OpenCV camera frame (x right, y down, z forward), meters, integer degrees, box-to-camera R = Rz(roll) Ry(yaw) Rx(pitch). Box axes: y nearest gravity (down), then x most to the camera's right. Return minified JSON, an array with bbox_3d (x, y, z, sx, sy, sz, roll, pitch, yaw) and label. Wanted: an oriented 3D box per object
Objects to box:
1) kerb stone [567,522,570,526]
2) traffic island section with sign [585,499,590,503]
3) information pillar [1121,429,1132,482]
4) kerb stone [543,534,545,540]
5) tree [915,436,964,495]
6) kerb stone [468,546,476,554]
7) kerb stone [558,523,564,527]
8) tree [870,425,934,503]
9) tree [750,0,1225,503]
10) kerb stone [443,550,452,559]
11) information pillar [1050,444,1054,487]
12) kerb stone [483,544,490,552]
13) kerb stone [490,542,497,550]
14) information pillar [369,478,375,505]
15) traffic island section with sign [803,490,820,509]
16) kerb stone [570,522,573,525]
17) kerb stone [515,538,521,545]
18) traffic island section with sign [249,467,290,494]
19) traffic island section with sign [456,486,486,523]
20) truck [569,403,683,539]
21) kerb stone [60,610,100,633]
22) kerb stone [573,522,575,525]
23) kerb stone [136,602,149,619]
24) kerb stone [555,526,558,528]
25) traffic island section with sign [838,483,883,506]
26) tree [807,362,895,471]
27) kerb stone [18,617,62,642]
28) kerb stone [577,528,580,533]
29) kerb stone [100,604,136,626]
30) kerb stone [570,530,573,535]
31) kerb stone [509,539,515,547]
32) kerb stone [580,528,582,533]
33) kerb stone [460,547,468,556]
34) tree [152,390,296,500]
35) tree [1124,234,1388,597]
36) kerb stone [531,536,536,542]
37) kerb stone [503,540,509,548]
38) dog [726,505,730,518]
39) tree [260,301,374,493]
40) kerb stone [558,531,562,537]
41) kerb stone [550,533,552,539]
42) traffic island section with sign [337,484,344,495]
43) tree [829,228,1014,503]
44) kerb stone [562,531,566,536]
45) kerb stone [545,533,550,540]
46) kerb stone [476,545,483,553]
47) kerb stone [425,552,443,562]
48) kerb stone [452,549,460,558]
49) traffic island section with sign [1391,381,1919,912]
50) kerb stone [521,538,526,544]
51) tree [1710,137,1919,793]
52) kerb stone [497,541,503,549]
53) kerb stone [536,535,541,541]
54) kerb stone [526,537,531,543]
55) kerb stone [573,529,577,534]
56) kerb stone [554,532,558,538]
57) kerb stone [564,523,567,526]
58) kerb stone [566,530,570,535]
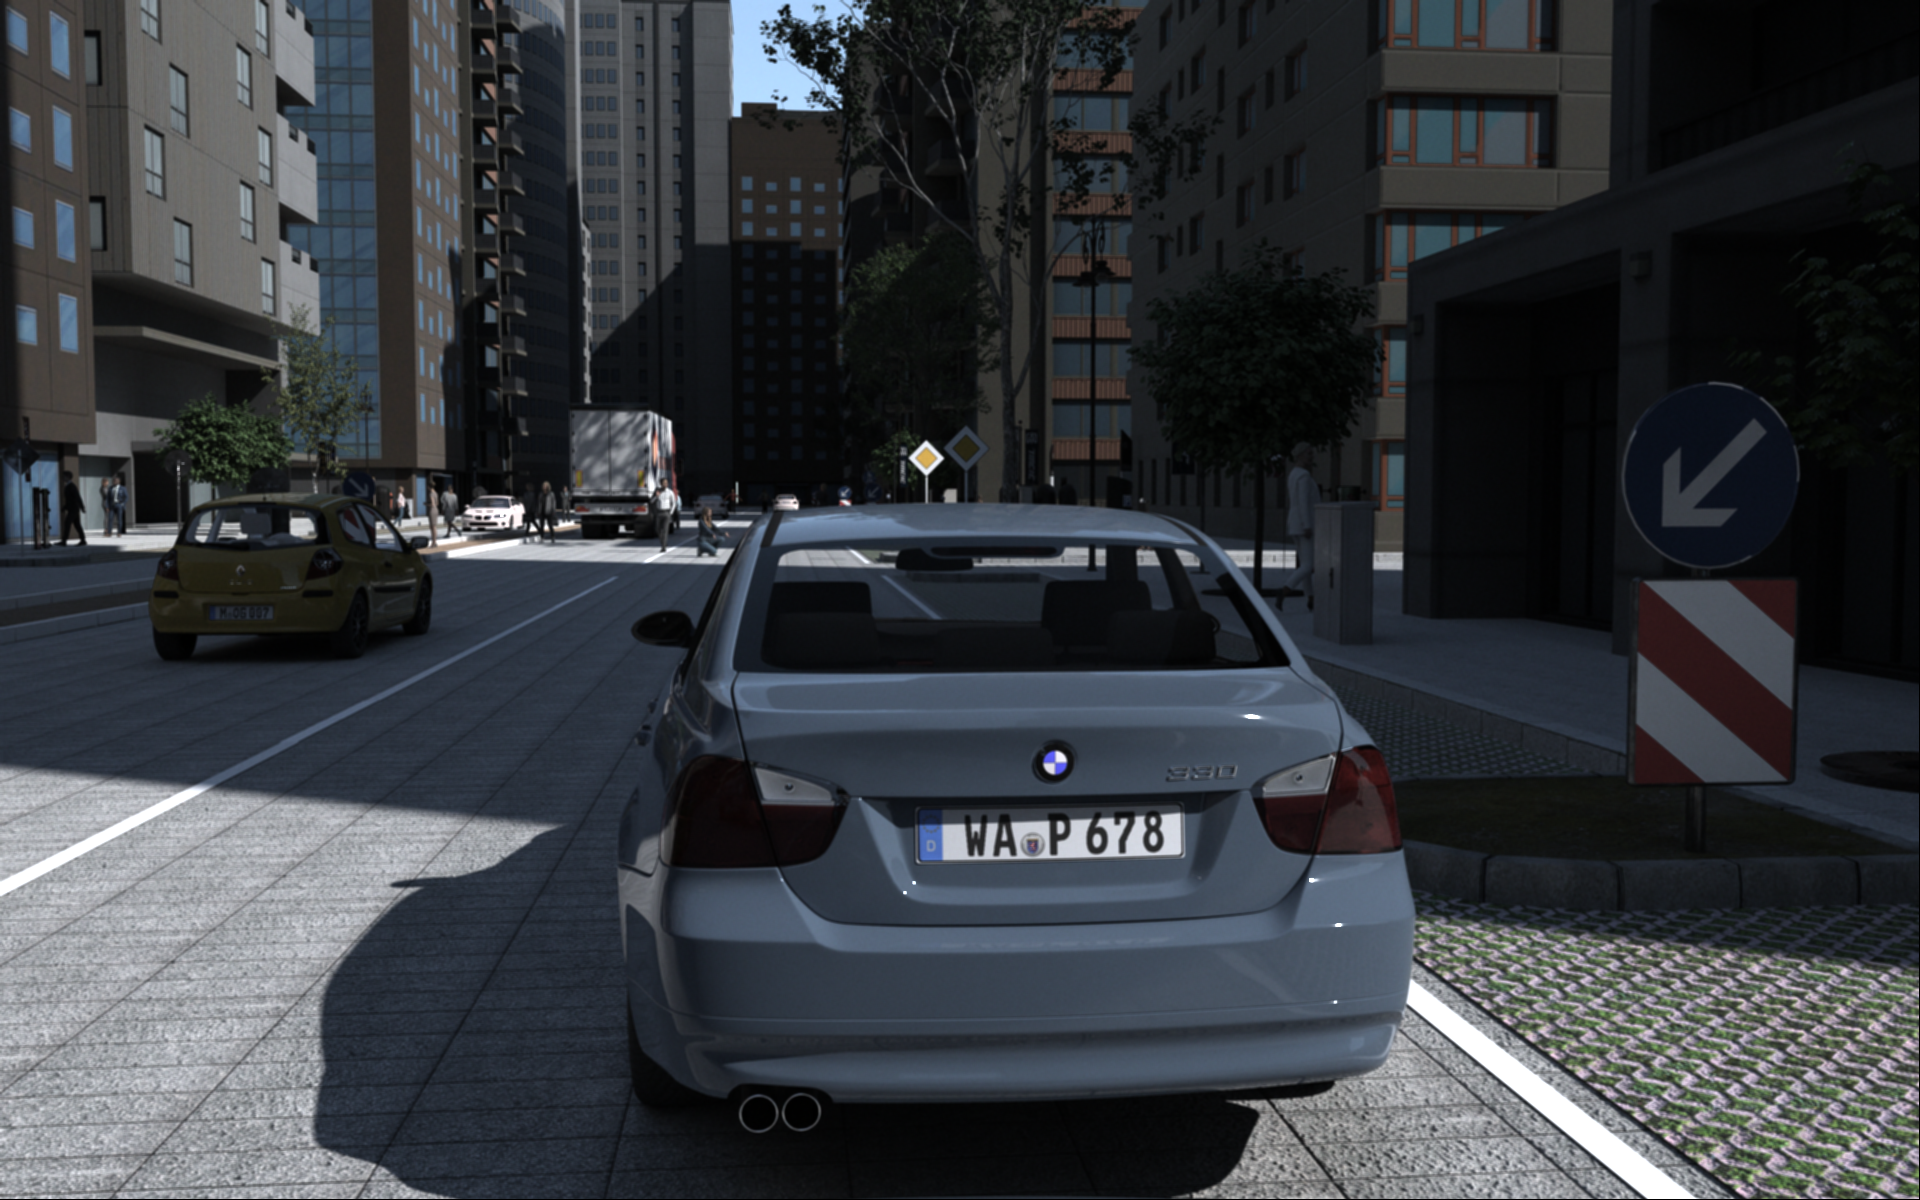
[{"bbox_3d":[-17.529,-3.335,76.739,0.120,0.150,1.000,0,4,-6],"label":"kerb stone"},{"bbox_3d":[-29.375,-7.859,137.120,1.989,1.847,2.006,0,4,-6],"label":"traffic island section with sign"},{"bbox_3d":[6.032,-4.379,62.952,0.504,3.616,0.183,-2,4,-34],"label":"information pillar"},{"bbox_3d":[-13.010,-1.912,53.461,0.120,0.150,1.000,0,4,-6],"label":"kerb stone"},{"bbox_3d":[-0.743,-3.865,57.795,1.663,3.219,1.824,0,3,0],"label":"tree"},{"bbox_3d":[-11.731,-1.164,41.219,0.120,0.150,1.000,0,4,-6],"label":"kerb stone"},{"bbox_3d":[-17.328,-3.206,74.700,0.120,0.150,1.000,0,4,-6],"label":"kerb stone"},{"bbox_3d":[-2.438,-5.978,81.460,4.285,4.588,4.351,0,3,0],"label":"tree"},{"bbox_3d":[0.571,-11.663,46.585,12.611,20.169,13.585,0,3,0],"label":"tree"},{"bbox_3d":[-11.412,-0.976,38.149,0.120,0.150,1.000,0,4,-6],"label":"kerb stone"},{"bbox_3d":[4.285,-5.480,80.946,0.183,3.616,0.504,1,4,16],"label":"information pillar"},{"bbox_3d":[-11.948,-1.286,43.264,0.120,0.150,1.000,0,4,-6],"label":"kerb stone"},{"bbox_3d":[-12.051,-1.351,44.285,0.120,0.150,1.000,0,4,-6],"label":"kerb stone"},{"bbox_3d":[-26.104,-4.423,76.808,0.304,2.012,0.304,-1,4,-17],"label":"information pillar"},{"bbox_3d":[-13.993,-9.594,165.486,1.989,1.847,2.006,0,4,-6],"label":"traffic island section with sign"},{"bbox_3d":[-17.632,-3.399,77.764,0.120,0.150,1.000,0,4,-6],"label":"kerb stone"},{"bbox_3d":[-12.474,-1.599,48.366,0.120,0.150,1.000,0,4,-6],"label":"kerb stone"},{"bbox_3d":[-11.446,-1.232,28.277,2.006,1.907,1.989,0,4,-6],"label":"traffic island section with sign"},{"bbox_3d":[-24.158,-4.792,86.978,1.989,1.847,2.006,0,4,-6],"label":"traffic island section with sign"},{"bbox_3d":[-11.249,-4.292,59.080,2.839,4.237,11.283,0,4,-4],"label":"truck"},{"bbox_3d":[-9.356,0.240,18.269,0.120,0.150,1.000,0,4,-6],"label":"kerb stone"},{"bbox_3d":[-17.748,-3.461,78.780,0.120,0.150,1.000,0,4,-6],"label":"kerb stone"},{"bbox_3d":[-9.563,0.115,20.309,0.120,0.150,1.000,0,4,-6],"label":"kerb stone"},{"bbox_3d":[-17.112,-3.087,72.663,0.120,0.150,1.000,0,4,-6],"label":"kerb stone"},{"bbox_3d":[-3.229,-3.249,61.754,1.989,1.847,2.006,0,4,-6],"label":"traffic island section with sign"},{"bbox_3d":[-6.159,-11.123,116.279,8.767,10.594,7.601,0,4,-2],"label":"tree"},{"bbox_3d":[-9.243,0.306,17.246,0.120,0.150,1.000,0,4,-6],"label":"kerb stone"},{"bbox_3d":[-13.950,-2.473,62.625,0.120,0.150,1.000,0,4,-6],"label":"kerb stone"},{"bbox_3d":[-9.458,0.178,19.286,0.120,0.150,1.000,0,4,-6],"label":"kerb stone"},{"bbox_3d":[-13.745,-2.348,60.587,0.120,0.150,1.000,0,4,-6],"label":"kerb stone"},{"bbox_3d":[-12.370,-1.538,47.349,0.120,0.150,1.000,0,4,-6],"label":"kerb stone"},{"bbox_3d":[-14.060,-2.535,63.646,0.120,0.150,1.000,0,4,-6],"label":"kerb stone"},{"bbox_3d":[-11.627,-1.098,40.200,0.120,0.150,1.000,0,4,-6],"label":"kerb stone"},{"bbox_3d":[-23.509,-4.335,54.598,4.285,4.588,4.351,0,3,0],"label":"tree"},{"bbox_3d":[3.743,-2.346,22.072,4.285,4.588,4.351,0,3,0],"label":"tree"},{"bbox_3d":[-12.789,-1.781,51.421,0.120,0.150,1.000,0,4,-6],"label":"kerb stone"},{"bbox_3d":[-12.262,-1.476,46.325,0.120,0.150,1.000,0,4,-6],"label":"kerb stone"},{"bbox_3d":[-14.035,-5.374,104.704,0.800,0.831,0.513,-3,5,-42],"label":"dog"},{"bbox_3d":[-24.658,-7.086,66.217,4.737,8.622,4.395,0,3,0],"label":"tree"},{"bbox_3d":[-13.427,-2.157,57.529,0.120,0.150,1.000,0,4,-6],"label":"kerb stone"},{"bbox_3d":[-13.214,-2.037,55.495,0.120,0.150,1.000,0,4,-6],"label":"kerb stone"},{"bbox_3d":[-21.375,-3.152,60.166,1.989,1.847,2.006,0,4,-6],"label":"traffic island section with sign"},{"bbox_3d":[-1.460,-8.665,67.434,9.928,11.665,9.643,0,3,0],"label":"tree"},{"bbox_3d":[-13.532,-2.220,58.552,0.120,0.150,1.000,0,4,-6],"label":"kerb stone"},{"bbox_3d":[-13.110,-1.969,54.478,0.120,0.150,1.000,0,4,-6],"label":"kerb stone"},{"bbox_3d":[-11.845,-1.226,42.243,0.120,0.150,1.000,0,4,-6],"label":"kerb stone"},{"bbox_3d":[-11.307,-0.914,37.133,0.120,0.150,1.000,0,4,-6],"label":"kerb stone"},{"bbox_3d":[-11.525,-1.033,39.178,0.120,0.150,1.000,0,4,-6],"label":"kerb stone"},{"bbox_3d":[2.464,0.107,6.873,1.989,1.847,2.006,0,4,-6],"label":"traffic island section with sign"},{"bbox_3d":[-12.586,-1.662,49.382,0.120,0.150,1.000,0,4,-6],"label":"kerb stone"},{"bbox_3d":[4.564,-0.806,7.784,1.663,3.219,1.824,0,3,0],"label":"tree"},{"bbox_3d":[-12.157,-1.414,45.308,0.120,0.150,1.000,0,4,-6],"label":"kerb stone"},{"bbox_3d":[-12.897,-1.845,52.438,0.120,0.150,1.000,0,4,-6],"label":"kerb stone"},{"bbox_3d":[-12.688,-1.725,50.404,0.120,0.150,1.000,0,4,-6],"label":"kerb stone"},{"bbox_3d":[-13.851,-2.406,61.604,0.120,0.150,1.000,0,4,-6],"label":"kerb stone"},{"bbox_3d":[-13.326,-2.099,56.511,0.120,0.150,1.000,0,4,-6],"label":"kerb stone"},{"bbox_3d":[-17.427,-3.274,75.722,0.120,0.150,1.000,0,4,-6],"label":"kerb stone"},{"bbox_3d":[-13.637,-2.286,59.569,0.120,0.150,1.000,0,4,-6],"label":"kerb stone"}]
